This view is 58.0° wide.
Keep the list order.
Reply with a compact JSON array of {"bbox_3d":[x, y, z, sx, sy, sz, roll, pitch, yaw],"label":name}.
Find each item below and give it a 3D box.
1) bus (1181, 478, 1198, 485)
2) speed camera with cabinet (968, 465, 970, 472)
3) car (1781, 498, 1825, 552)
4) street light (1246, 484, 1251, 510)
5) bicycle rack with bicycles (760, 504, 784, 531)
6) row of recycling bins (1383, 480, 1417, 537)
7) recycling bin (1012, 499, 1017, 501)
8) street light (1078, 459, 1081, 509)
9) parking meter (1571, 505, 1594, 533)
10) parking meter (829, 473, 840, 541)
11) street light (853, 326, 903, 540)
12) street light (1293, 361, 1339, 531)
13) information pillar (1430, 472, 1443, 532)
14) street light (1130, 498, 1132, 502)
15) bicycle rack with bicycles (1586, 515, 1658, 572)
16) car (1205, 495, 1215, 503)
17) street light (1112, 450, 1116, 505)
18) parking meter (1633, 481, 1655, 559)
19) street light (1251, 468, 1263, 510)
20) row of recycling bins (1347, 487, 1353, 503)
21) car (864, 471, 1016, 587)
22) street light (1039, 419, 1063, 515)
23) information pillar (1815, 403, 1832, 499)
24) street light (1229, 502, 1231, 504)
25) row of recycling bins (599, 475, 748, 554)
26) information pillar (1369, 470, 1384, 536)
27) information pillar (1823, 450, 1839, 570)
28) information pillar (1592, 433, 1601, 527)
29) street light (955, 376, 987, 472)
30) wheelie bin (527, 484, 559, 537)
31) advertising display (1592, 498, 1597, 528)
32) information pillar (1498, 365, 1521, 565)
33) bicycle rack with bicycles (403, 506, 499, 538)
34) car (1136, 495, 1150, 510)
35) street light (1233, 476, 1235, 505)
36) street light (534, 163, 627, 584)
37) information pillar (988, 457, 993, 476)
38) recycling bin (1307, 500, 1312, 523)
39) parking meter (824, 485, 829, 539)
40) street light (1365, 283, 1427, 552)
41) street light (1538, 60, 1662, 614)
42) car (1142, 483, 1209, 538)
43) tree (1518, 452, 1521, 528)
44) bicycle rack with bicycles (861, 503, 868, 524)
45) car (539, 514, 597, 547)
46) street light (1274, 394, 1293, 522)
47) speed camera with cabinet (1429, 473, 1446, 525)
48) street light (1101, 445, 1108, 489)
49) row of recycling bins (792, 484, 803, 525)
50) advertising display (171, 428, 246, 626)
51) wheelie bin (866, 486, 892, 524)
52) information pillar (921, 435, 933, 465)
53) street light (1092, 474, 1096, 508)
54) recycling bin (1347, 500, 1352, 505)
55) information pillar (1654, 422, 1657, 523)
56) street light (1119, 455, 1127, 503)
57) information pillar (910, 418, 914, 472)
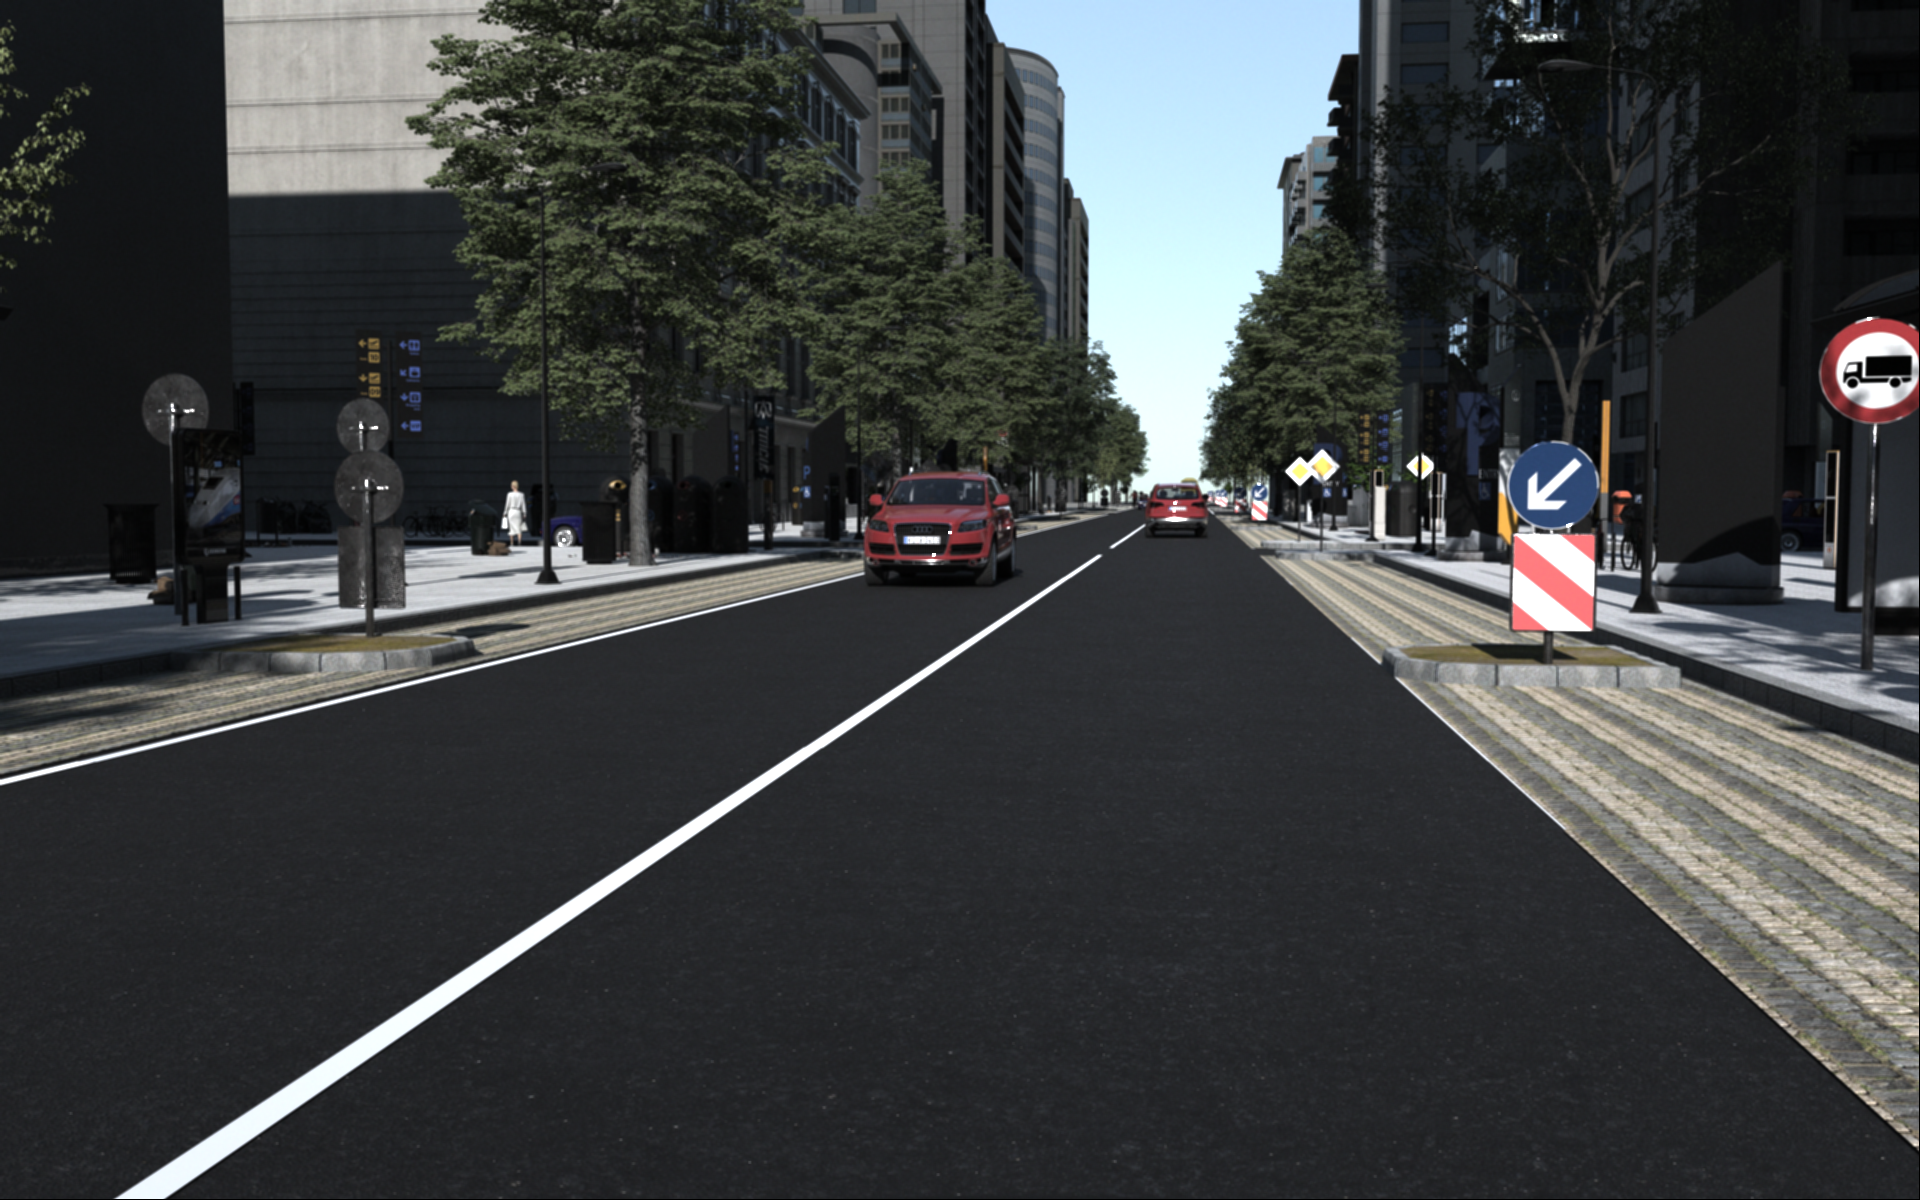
[{"bbox_3d":[35.050,-16.703,264.638,2.896,3.916,12.252,0,4,8],"label":"bus"},{"bbox_3d":[0.203,-7.585,118.357,0.660,3.252,2.038,-1,4,-20],"label":"speed camera with cabinet"},{"bbox_3d":[20.731,-1.738,41.003,3.894,1.354,1.945,1,4,8],"label":"car"},{"bbox_3d":[20.385,-9.004,119.760,1.470,5.913,1.316,0,4,8],"label":"street light"},{"bbox_3d":[-7.355,-2.872,60.346,2.852,0.926,2.925,0,4,6],"label":"bicycle rack with bicycles"},{"bbox_3d":[13.683,-2.847,53.669,1.069,1.692,3.534,0,4,7],"label":"row of recycling bins"},{"bbox_3d":[2.704,-5.072,95.482,0.722,1.027,0.722,-1,4,-13],"label":"recycling bin"},{"bbox_3d":[7.862,-9.271,124.126,1.470,5.913,1.316,0,4,8],"label":"street light"},{"bbox_3d":[11.961,-1.684,33.252,0.399,1.863,0.255,1,4,17],"label":"parking meter"},{"bbox_3d":[-3.437,-2.543,47.292,0.255,1.863,0.399,-1,4,-13],"label":"parking meter"},{"bbox_3d":[-2.282,-4.627,48.186,1.470,5.913,1.316,0,4,8],"label":"street light"},{"bbox_3d":[12.512,-5.372,60.378,1.470,5.913,1.316,0,4,8],"label":"street light"},{"bbox_3d":[16.089,-3.303,58.495,0.304,2.012,0.304,3,4,37],"label":"information pillar"},{"bbox_3d":[21.415,-15.480,225.636,1.470,5.913,1.316,0,4,8],"label":"street light"},{"bbox_3d":[11.758,-0.958,29.041,2.852,0.926,2.925,1,4,22],"label":"bicycle rack with bicycles"},{"bbox_3d":[38.875,-15.922,270.110,2.009,1.686,4.222,0,4,7],"label":"car"},{"bbox_3d":[15.828,-12.908,183.589,1.470,5.913,1.316,0,4,8],"label":"street light"},{"bbox_3d":[13.450,-1.569,34.072,0.372,1.533,0.369,0,3,0],"label":"parking meter"},{"bbox_3d":[17.664,-7.769,99.557,1.470,5.913,1.316,0,4,8],"label":"street light"},{"bbox_3d":[20.332,-5.009,89.010,3.534,1.692,1.069,3,4,37],"label":"row of recycling bins"},{"bbox_3d":[-0.249,-1.216,28.553,2.281,1.827,5.304,0,4,7],"label":"car"},{"bbox_3d":[5.657,-8.263,107.645,1.470,5.913,1.316,0,4,8],"label":"street light"},{"bbox_3d":[22.237,-3.259,44.635,0.504,3.616,0.183,-2,4,-26],"label":"information pillar"},{"bbox_3d":[25.363,-11.251,156.495,1.470,5.913,1.316,0,4,8],"label":"street light"},{"bbox_3d":[-6.285,-1.886,37.947,3.534,1.692,1.069,1,4,17],"label":"row of recycling bins"},{"bbox_3d":[12.689,-2.953,52.780,0.304,2.012,0.304,-1,4,-15],"label":"information pillar"},{"bbox_3d":[14.873,-1.519,29.330,0.304,2.012,0.304,-1,4,-9],"label":"information pillar"},{"bbox_3d":[24.594,-4.614,66.801,0.504,3.616,0.183,0,4,-8],"label":"information pillar"},{"bbox_3d":[0.379,-5.860,68.344,1.470,5.913,1.316,0,4,8],"label":"street light"},{"bbox_3d":[-12.556,-2.717,52.330,0.980,1.594,0.693,-3,4,-36],"label":"wheelie bin"},{"bbox_3d":[21.735,-3.327,59.618,0.123,1.923,0.974,0,4,6],"label":"advertising display"},{"bbox_3d":[9.979,-2.451,31.425,0.504,3.616,0.183,-2,4,-35],"label":"information pillar"},{"bbox_3d":[-15.267,-2.354,51.870,2.925,0.926,2.852,-3,5,-41],"label":"bicycle rack with bicycles"},{"bbox_3d":[17.195,-8.957,159.025,1.945,1.354,3.894,0,4,7],"label":"car"},{"bbox_3d":[22.520,-10.043,136.750,1.470,5.913,1.316,0,4,8],"label":"street light"},{"bbox_3d":[-5.357,-3.178,24.496,1.470,5.913,1.316,0,4,8],"label":"street light"},{"bbox_3d":[1.636,-6.439,96.632,0.504,3.616,0.183,0,4,6],"label":"information pillar"},{"bbox_3d":[15.757,-3.905,76.395,0.722,1.027,0.722,2,4,34],"label":"recycling bin"},{"bbox_3d":[-3.728,-2.538,49.914,0.372,1.533,0.369,0,3,0],"label":"parking meter"},{"bbox_3d":[9.608,-4.017,38.219,1.470,5.913,1.316,0,4,8],"label":"street light"},{"bbox_3d":[6.888,-2.820,18.649,1.470,5.913,1.316,0,4,8],"label":"street light"},{"bbox_3d":[7.262,-3.038,58.339,2.281,1.827,5.304,0,4,6],"label":"car"},{"bbox_3d":[20.948,-4.367,66.000,1.663,3.219,1.824,0,3,0],"label":"tree"},{"bbox_3d":[-2.902,-3.724,74.273,2.852,0.926,2.925,-1,4,-16],"label":"bicycle rack with bicycles"},{"bbox_3d":[-8.893,-1.996,45.212,3.894,1.354,1.945,0,4,7],"label":"car"},{"bbox_3d":[15.011,-6.571,79.977,1.470,5.913,1.316,0,4,8],"label":"street light"},{"bbox_3d":[20.045,-4.782,72.527,0.660,3.252,2.038,1,4,20],"label":"speed camera with cabinet"},{"bbox_3d":[13.191,-11.688,163.641,1.470,5.913,1.316,0,4,8],"label":"street light"},{"bbox_3d":[-6.065,-3.887,70.671,1.069,1.692,3.534,-1,4,-19],"label":"row of recycling bins"},{"bbox_3d":[-7.461,-0.735,17.235,0.123,1.923,0.974,1,4,11],"label":"advertising display"},{"bbox_3d":[-3.401,-3.838,70.665,0.980,1.594,0.693,2,4,24],"label":"wheelie bin"},{"bbox_3d":[-1.277,-4.562,65.942,0.504,3.616,0.183,0,4,-6],"label":"information pillar"},{"bbox_3d":[10.475,-10.491,144.070,1.470,5.913,1.316,0,4,8],"label":"street light"},{"bbox_3d":[17.425,-3.865,75.755,0.722,1.027,0.722,-1,4,-17],"label":"recycling bin"},{"bbox_3d":[22.532,-3.983,56.473,0.183,3.616,0.504,-1,4,-11],"label":"information pillar"},{"bbox_3d":[18.794,-14.282,206.053,1.470,5.913,1.316,0,4,8],"label":"street light"},{"bbox_3d":[-1.496,-3.820,53.806,0.183,3.616,0.504,0,4,3],"label":"information pillar"}]
